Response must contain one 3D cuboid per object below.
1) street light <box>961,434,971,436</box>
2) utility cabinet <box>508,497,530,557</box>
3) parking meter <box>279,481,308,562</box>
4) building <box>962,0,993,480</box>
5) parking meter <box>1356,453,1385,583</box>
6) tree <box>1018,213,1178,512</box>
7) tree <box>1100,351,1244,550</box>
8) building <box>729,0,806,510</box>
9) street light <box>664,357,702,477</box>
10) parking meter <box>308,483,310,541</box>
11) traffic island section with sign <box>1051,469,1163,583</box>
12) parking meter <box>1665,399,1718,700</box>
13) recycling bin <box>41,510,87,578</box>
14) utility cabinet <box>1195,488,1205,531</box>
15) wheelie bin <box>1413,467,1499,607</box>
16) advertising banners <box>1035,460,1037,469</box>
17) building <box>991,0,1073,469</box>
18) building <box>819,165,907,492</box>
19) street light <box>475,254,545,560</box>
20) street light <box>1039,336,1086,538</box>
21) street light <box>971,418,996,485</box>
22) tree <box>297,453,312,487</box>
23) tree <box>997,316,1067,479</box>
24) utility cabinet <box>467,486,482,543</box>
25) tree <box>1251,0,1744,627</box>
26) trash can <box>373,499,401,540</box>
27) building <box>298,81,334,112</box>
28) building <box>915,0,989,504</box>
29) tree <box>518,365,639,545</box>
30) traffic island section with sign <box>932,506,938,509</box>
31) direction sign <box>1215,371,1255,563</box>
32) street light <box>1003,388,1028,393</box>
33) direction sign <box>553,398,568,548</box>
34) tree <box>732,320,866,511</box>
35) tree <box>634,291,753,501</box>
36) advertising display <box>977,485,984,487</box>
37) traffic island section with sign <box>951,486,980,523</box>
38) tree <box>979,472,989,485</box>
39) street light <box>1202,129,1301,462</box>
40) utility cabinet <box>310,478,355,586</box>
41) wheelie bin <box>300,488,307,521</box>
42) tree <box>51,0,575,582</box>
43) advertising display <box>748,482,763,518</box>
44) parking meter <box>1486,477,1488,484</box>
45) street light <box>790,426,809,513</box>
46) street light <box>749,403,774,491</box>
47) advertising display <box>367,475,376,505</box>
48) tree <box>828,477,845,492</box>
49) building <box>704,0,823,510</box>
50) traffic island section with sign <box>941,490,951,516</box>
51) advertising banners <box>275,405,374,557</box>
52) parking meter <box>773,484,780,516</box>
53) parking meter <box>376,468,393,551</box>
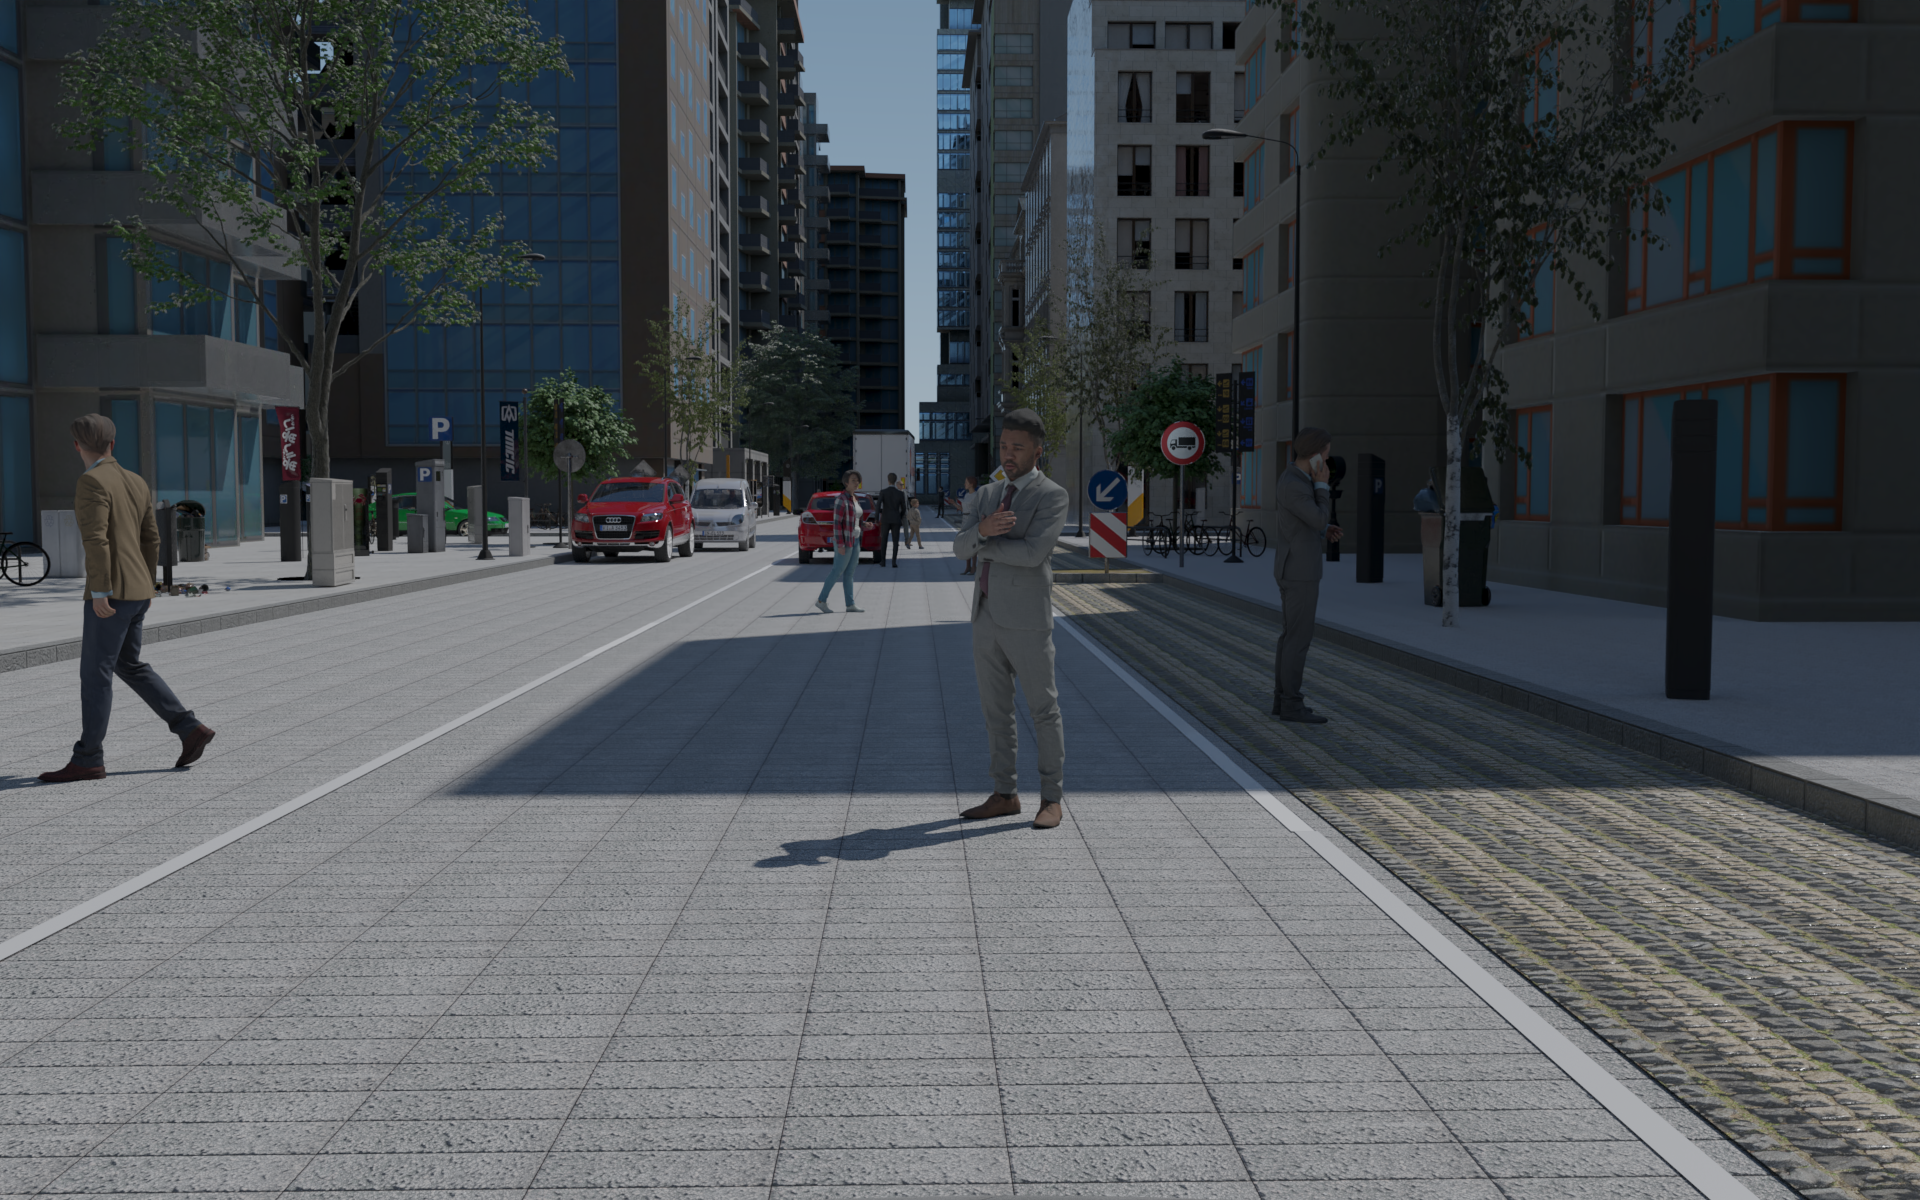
[{"bbox_3d":[0.789,-9.887,134.188,1.470,5.913,1.316,0,4,-2],"label":"street light"},{"bbox_3d":[-9.147,-1.518,35.984,0.306,1.237,1.020,0,4,-5],"label":"utility cabinet"},{"bbox_3d":[-12.727,-1.498,32.909,0.372,1.533,0.369,0,3,0],"label":"parking meter"},{"bbox_3d":[14.906,-37.050,195.011,28.713,52.752,27.495,0,4,-2],"label":"building"},{"bbox_3d":[5.944,-1.183,25.057,0.399,1.863,0.255,-3,5,-43],"label":"parking meter"},{"bbox_3d":[3.788,-5.783,44.909,4.360,8.622,3.978,0,3,0],"label":"tree"},{"bbox_3d":[5.030,-3.436,39.900,4.285,4.588,4.351,0,3,0],"label":"tree"},{"bbox_3d":[-24.616,-30.137,147.366,22.147,44.769,28.867,0,4,-2],"label":"building"},{"bbox_3d":[-9.416,-5.264,58.610,1.470,5.913,1.316,0,4,-2],"label":"street light"},{"bbox_3d":[-14.722,-1.904,39.546,0.372,1.533,0.369,0,3,0],"label":"parking meter"},{"bbox_3d":[2.249,-1.224,28.638,1.989,1.847,2.006,0,4,-2],"label":"traffic island section with sign"},{"bbox_3d":[4.612,-0.319,10.928,0.255,1.863,0.399,1,4,20],"label":"parking meter"},{"bbox_3d":[-13.628,-0.868,26.753,0.722,1.027,0.722,1,4,15],"label":"recycling bin"},{"bbox_3d":[8.194,-3.085,59.126,0.318,1.500,1.173,0,4,6],"label":"utility cabinet"},{"bbox_3d":[5.652,-0.732,19.878,0.980,1.594,0.693,-1,4,-9],"label":"wheelie bin"},{"bbox_3d":[2.855,-3.997,61.544,0.090,3.025,2.074,-1,4,-12],"label":"advertising banners"},{"bbox_3d":[9.521,-28.250,145.486,14.154,41.232,14.086,0,4,-2],"label":"building"},{"bbox_3d":[-21.365,-35.092,228.376,28.867,44.769,22.147,0,4,-2],"label":"building"},{"bbox_3d":[-8.718,-3.735,33.616,1.470,5.913,1.316,0,4,-2],"label":"street light"},{"bbox_3d":[3.030,-4.803,51.073,1.470,5.913,1.316,0,4,-2],"label":"street light"},{"bbox_3d":[1.597,-8.122,105.343,1.470,5.913,1.316,0,4,-2],"label":"street light"},{"bbox_3d":[-35.378,-6.530,90.478,4.285,4.588,4.351,0,3,0],"label":"tree"},{"bbox_3d":[3.694,-7.488,72.789,4.737,8.622,4.395,0,3,0],"label":"tree"},{"bbox_3d":[-12.577,-2.223,45.019,0.318,1.500,1.173,-2,4,-24],"label":"utility cabinet"},{"bbox_3d":[4.983,-4.042,16.456,4.360,8.622,3.978,0,3,0],"label":"tree"},{"bbox_3d":[-16.053,-2.257,48.561,0.748,1.137,0.748,0,3,0],"label":"trash can"},{"bbox_3d":[-74.231,-39.201,230.168,27.495,52.752,28.713,0,4,-2],"label":"building"},{"bbox_3d":[8.542,-56.011,228.457,31.000,86.520,22.319,0,4,-2],"label":"building"},{"bbox_3d":[-9.902,-3.698,44.168,4.285,4.588,4.351,0,3,0],"label":"tree"},{"bbox_3d":[-1.362,-9.311,160.861,1.989,1.847,2.006,0,4,-2],"label":"traffic island section with sign"},{"bbox_3d":[5.126,-2.467,32.333,0.379,3.537,0.876,-3,5,-44],"label":"direction sign"},{"bbox_3d":[2.486,-6.308,75.678,1.470,5.913,1.316,0,4,-2],"label":"street light"},{"bbox_3d":[-9.497,-3.003,41.093,0.379,3.537,0.876,-2,4,-27],"label":"direction sign"},{"bbox_3d":[-12.027,-13.509,127.527,9.857,13.997,8.962,0,3,0],"label":"tree"},{"bbox_3d":[-9.854,-6.938,63.798,4.737,8.622,4.395,0,3,0],"label":"tree"},{"bbox_3d":[1.425,-6.989,119.478,0.123,1.923,0.974,2,4,29],"label":"advertising display"},{"bbox_3d":[0.718,-4.671,84.991,1.989,1.847,2.006,0,4,-2],"label":"traffic island section with sign"},{"bbox_3d":[2.389,-8.741,137.508,1.663,3.219,1.824,0,3,0],"label":"tree"},{"bbox_3d":[3.776,-3.039,22.227,1.470,5.913,1.316,0,4,-2],"label":"street light"},{"bbox_3d":[-8.780,-0.955,24.285,0.318,1.500,1.173,0,4,-6],"label":"utility cabinet"},{"bbox_3d":[-31.627,-4.610,83.286,0.693,1.594,0.980,-1,4,-18],"label":"wheelie bin"},{"bbox_3d":[-9.415,-6.096,25.419,9.928,11.665,9.643,0,3,0],"label":"tree"},{"bbox_3d":[-10.875,-5.280,91.535,0.974,1.923,0.123,1,4,17],"label":"advertising display"},{"bbox_3d":[6.757,-0.883,22.855,0.372,1.533,0.369,0,3,0],"label":"parking meter"},{"bbox_3d":[-10.943,-8.863,117.444,1.470,5.913,1.316,0,4,-2],"label":"street light"},{"bbox_3d":[-10.129,-7.059,87.951,1.470,5.913,1.316,0,4,-2],"label":"street light"},{"bbox_3d":[-19.413,-3.219,57.845,0.123,1.923,0.974,1,4,19],"label":"advertising display"},{"bbox_3d":[-13.674,-12.001,190.824,1.663,3.219,1.824,0,3,0],"label":"tree"},{"bbox_3d":[-24.232,-44.857,171.660,20.563,71.187,20.611,0,4,-2],"label":"building"},{"bbox_3d":[-0.024,-6.319,111.936,1.989,1.847,2.006,0,4,-2],"label":"traffic island section with sign"},{"bbox_3d":[-12.832,-2.374,35.004,0.090,3.025,2.074,3,5,40],"label":"advertising banners"},{"bbox_3d":[-10.778,-5.873,101.734,0.255,1.863,0.399,-3,4,-38],"label":"parking meter"},{"bbox_3d":[-12.945,-2.032,38.941,0.255,1.863,0.399,0,3,0],"label":"parking meter"}]
